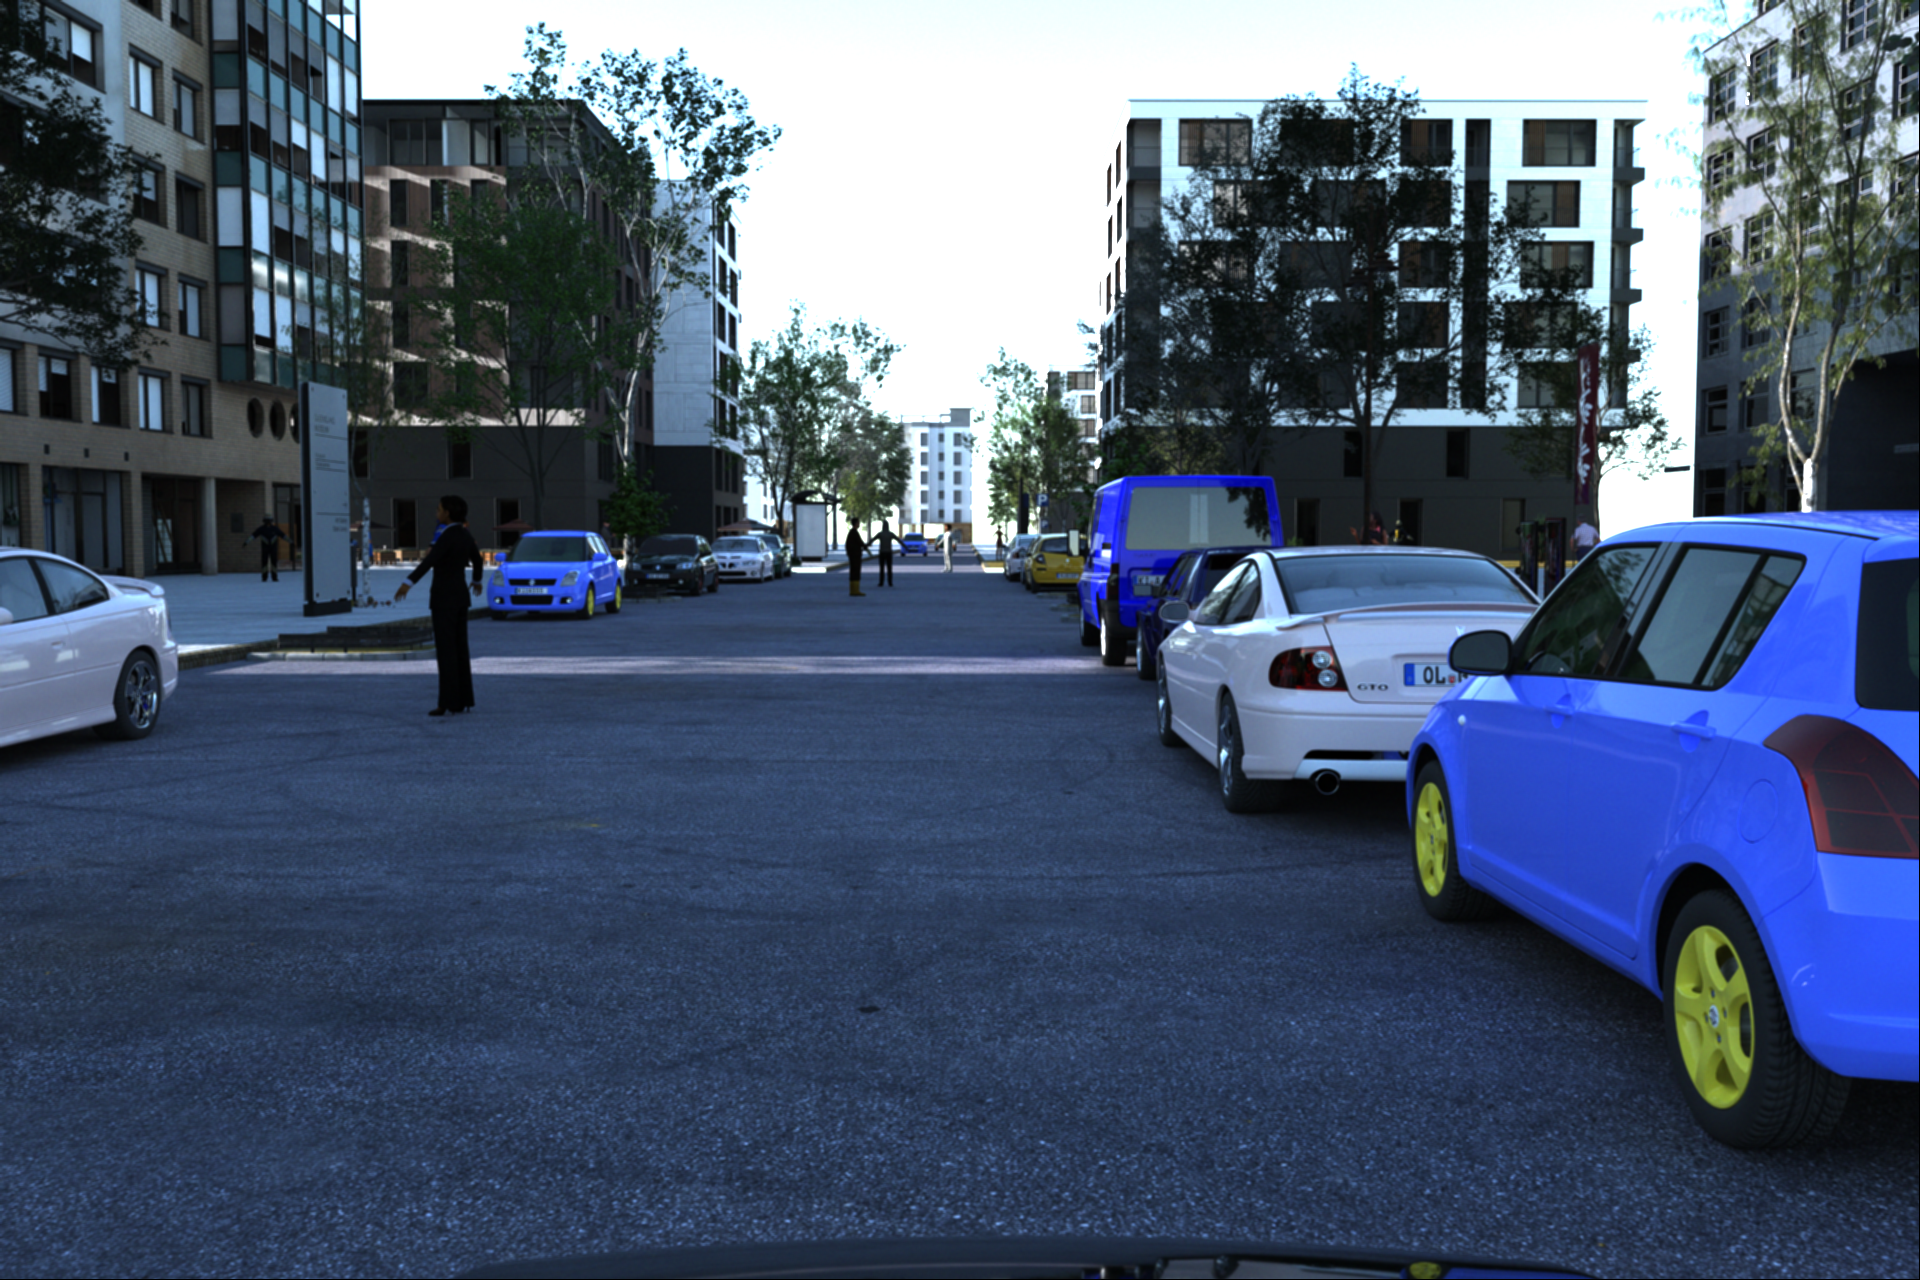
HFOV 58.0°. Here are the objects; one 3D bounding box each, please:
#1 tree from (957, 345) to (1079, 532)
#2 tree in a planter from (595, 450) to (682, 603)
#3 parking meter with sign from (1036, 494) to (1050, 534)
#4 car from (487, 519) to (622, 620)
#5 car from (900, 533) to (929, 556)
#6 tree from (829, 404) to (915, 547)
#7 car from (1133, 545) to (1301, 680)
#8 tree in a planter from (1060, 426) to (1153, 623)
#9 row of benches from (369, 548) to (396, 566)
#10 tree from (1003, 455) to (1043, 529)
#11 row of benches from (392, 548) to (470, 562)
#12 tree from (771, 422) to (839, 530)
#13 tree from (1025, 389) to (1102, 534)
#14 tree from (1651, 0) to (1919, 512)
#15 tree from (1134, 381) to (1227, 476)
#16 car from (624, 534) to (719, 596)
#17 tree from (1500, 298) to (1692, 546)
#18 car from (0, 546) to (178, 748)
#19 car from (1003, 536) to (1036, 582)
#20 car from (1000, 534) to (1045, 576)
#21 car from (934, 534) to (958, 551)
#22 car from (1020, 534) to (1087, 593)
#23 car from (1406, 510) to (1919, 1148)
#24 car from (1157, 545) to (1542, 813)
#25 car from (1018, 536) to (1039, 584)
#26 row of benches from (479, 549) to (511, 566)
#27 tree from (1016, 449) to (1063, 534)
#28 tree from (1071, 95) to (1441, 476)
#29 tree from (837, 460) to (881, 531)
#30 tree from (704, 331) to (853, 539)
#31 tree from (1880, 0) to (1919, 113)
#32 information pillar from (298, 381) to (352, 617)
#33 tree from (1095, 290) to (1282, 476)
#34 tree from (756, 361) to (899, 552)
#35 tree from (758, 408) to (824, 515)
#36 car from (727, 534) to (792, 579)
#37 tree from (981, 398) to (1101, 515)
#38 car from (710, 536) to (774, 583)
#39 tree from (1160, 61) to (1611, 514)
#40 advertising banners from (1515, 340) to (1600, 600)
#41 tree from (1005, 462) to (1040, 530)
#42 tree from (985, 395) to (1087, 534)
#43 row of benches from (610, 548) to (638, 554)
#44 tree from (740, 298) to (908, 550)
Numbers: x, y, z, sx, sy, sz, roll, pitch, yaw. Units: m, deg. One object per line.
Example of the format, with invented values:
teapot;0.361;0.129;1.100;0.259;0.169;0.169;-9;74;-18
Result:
tree;5.920;-19.337;172.053;12.611;20.169;13.585;0;3;0
tree in a planter;-6.986;-2.418;36.763;1.991;3.239;1.994;0;4;1
parking meter with sign;3.565;-4.750;73.926;0.543;3.016;1.738;0;4;-1
car;-7.009;-1.254;30.091;1.945;1.707;3.694;0;4;0
car;-2.987;-6.310;112.754;1.945;1.707;3.694;0;3;0
tree;-9.076;-16.185;171.284;9.857;13.997;8.962;0;3;0
car;2.605;-0.201;15.866;1.945;1.354;3.894;0;4;0
tree in a planter;2.664;-1.919;28.595;1.991;3.239;1.994;0;4;1
row of benches;-24.069;-3.463;72.076;1.422;0.672;4.104;-2;4;-26
tree;5.672;-12.276;151.080;4.737;8.622;4.395;0;3;0
row of benches;-24.458;-3.944;79.947;1.422;0.672;4.104;2;4;33
tree;-9.112;-9.628;107.777;4.360;8.622;3.978;0;3;0
tree;5.284;-8.434;88.255;4.360;8.622;3.978;0;3;0
tree;8.675;-4.136;17.978;4.360;8.622;3.978;0;3;0
tree;9.089;-7.615;74.873;4.360;8.622;3.978;0;3;0
car;-6.824;-1.922;41.204;2.009;1.686;4.222;0;4;0
tree;25.011;-8.200;68.480;7.601;10.594;8.767;0;4;7
car;-6.624;0.098;10.752;2.083;1.381;4.827;0;3;0
car;2.380;-2.514;53.470;2.083;1.381;4.827;0;4;0
car;2.443;-2.852;58.431;2.131;1.459;4.920;0;4;-1
car;-1.221;-8.379;148.793;2.131;1.459;4.920;0;3;0
car;2.535;-2.019;43.227;2.015;1.641;3.980;0;4;-1
car;2.585;0.260;5.347;1.945;1.707;3.694;0;4;-1
car;2.284;0.128;10.272;2.083;1.381;4.827;0;3;0
car;2.649;-2.201;47.995;2.014;1.417;4.499;0;4;-1
row of benches;-19.056;-3.391;70.909;1.422;0.672;4.104;-2;4;-28
tree;6.051;-11.796;143.227;4.360;8.622;3.978;0;3;0
tree;8.301;-8.511;49.523;12.009;13.543;11.850;0;3;0
tree;-9.627;-12.813;159.859;4.737;8.622;4.395;0;3;0
tree;-9.383;-10.023;89.636;9.928;11.665;9.643;0;3;0
tree;8.497;-6.184;7.764;9.857;13.997;8.962;0;3;0
information pillar;-10.078;-2.215;27.528;0.184;3.620;1.656;0;4;0
tree;8.560;-7.929;64.055;7.601;10.594;8.767;-2;4;-25
tree;-9.326;-12.923;121.657;12.009;13.543;11.850;0;3;0
tree;-9.416;-9.155;100.051;4.360;8.622;3.978;0;3;0
car;-6.592;-2.763;56.974;2.131;1.459;4.920;0;3;0
tree;5.572;-11.317;119.445;8.767;10.594;7.601;0;4;3
car;-6.658;-2.418;51.899;2.083;1.381;4.827;0;3;0
tree;8.175;-6.068;33.623;8.767;10.594;7.601;0;4;5
advertising banners;5.748;-1.256;16.729;0.090;3.025;2.074;0;4;0
tree;5.755;-12.737;158.613;4.360;8.622;3.978;0;3;0
tree;5.894;-12.570;131.274;9.928;11.665;9.643;0;3;0
row of benches;-15.684;-3.799;77.572;1.422;0.672;4.104;2;4;29
tree;-10.921;-17.328;139.207;12.611;20.169;13.585;0;3;0
